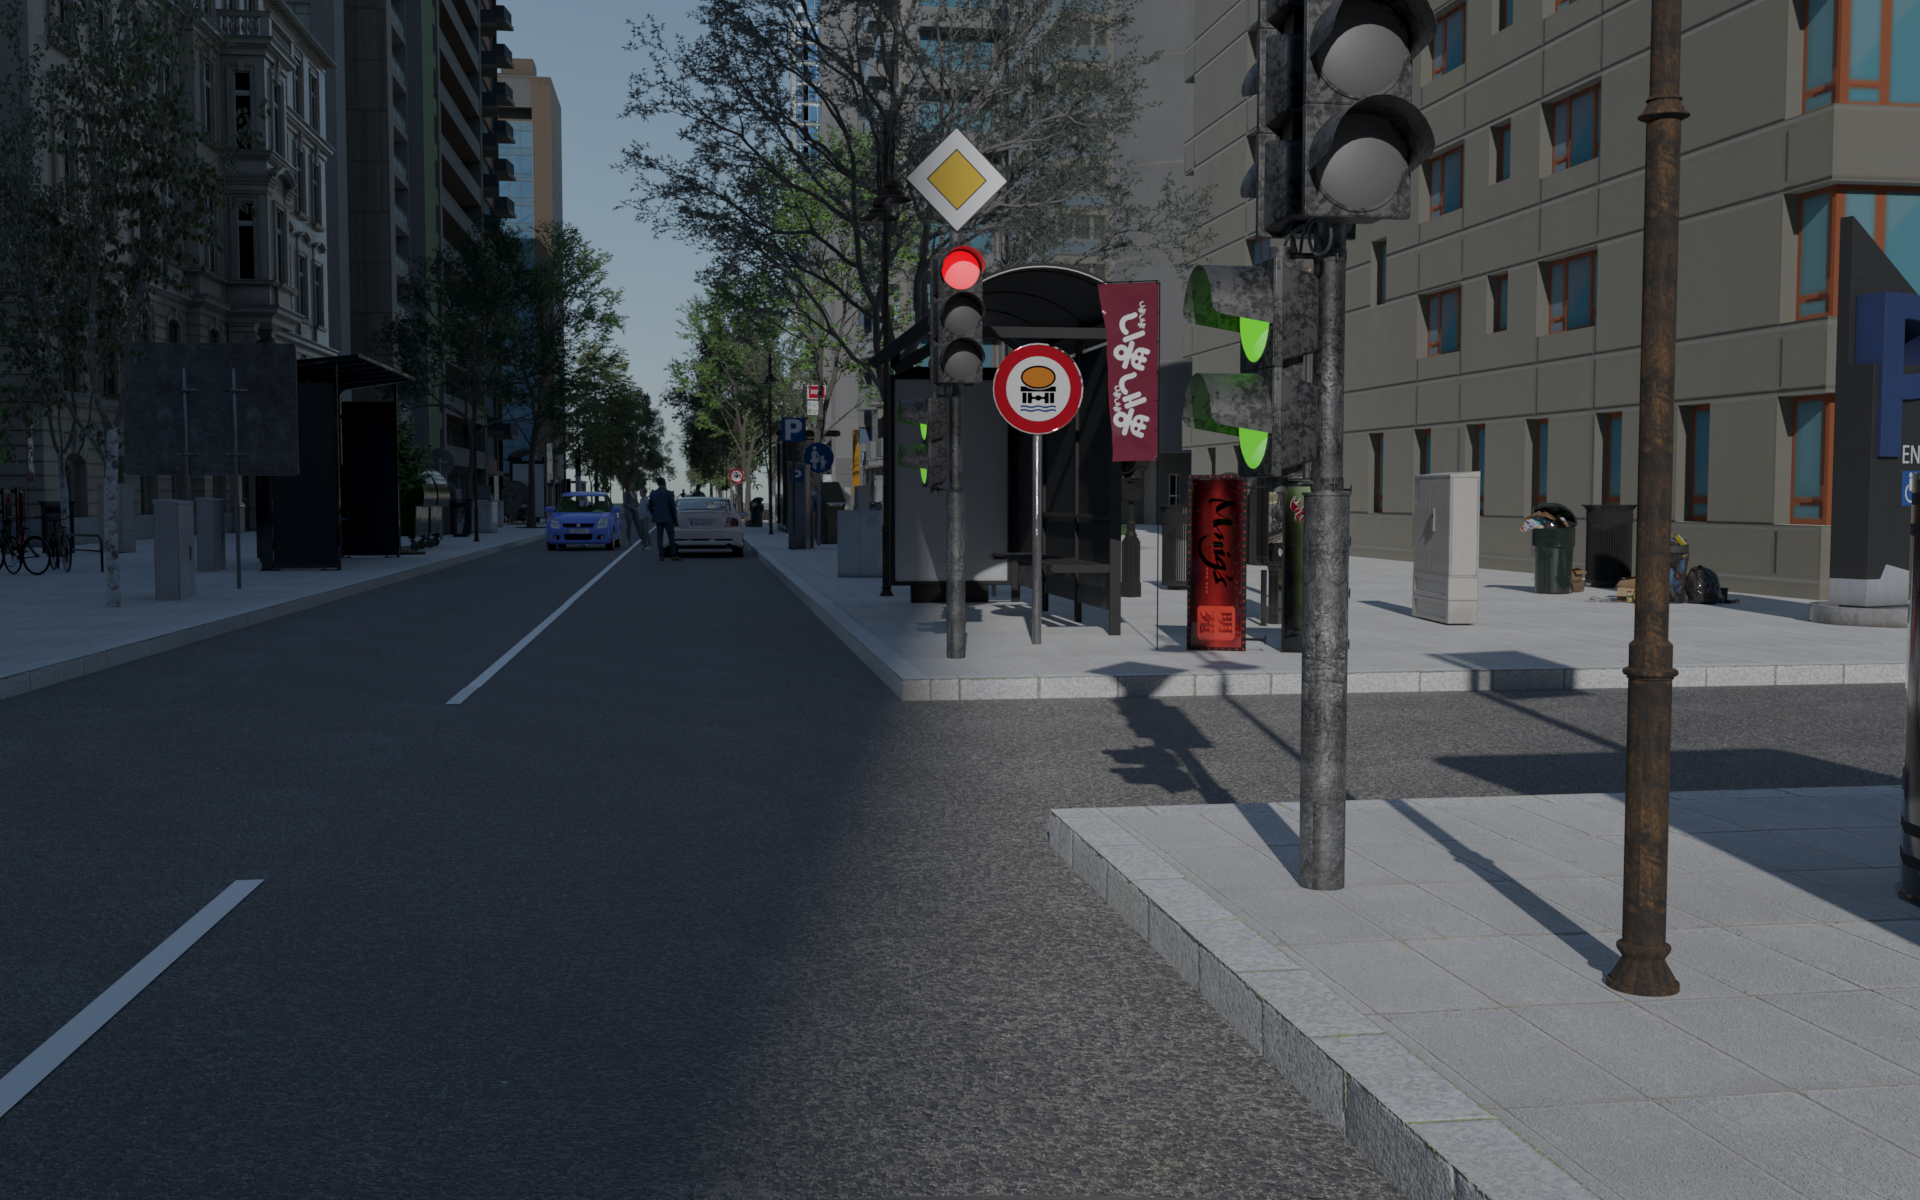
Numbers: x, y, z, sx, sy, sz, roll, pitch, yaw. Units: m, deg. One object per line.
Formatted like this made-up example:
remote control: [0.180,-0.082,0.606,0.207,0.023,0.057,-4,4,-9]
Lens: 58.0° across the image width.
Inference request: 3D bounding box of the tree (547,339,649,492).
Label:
tree: [-26.634,-12.767,126.866,7.486,12.596,7.792,0,3,0]

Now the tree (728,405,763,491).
tree: [-15.837,-10.679,124.962,4.737,8.622,4.395,0,3,0]

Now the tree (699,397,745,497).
tree: [-26.682,-16.830,193.304,7.486,12.596,7.792,0,3,0]

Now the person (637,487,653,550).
person: [-8.092,-2.085,44.393,0.330,1.601,0.589,-2,4,-32]

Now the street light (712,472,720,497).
street light: [-25.235,-12.633,179.337,0.468,5.910,1.993,-1,4,-9]

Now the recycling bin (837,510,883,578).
recycling bin: [-1.478,-0.877,26.899,0.722,1.027,0.722,1,4,10]

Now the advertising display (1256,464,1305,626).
advertising display: [3.179,-0.730,17.157,0.123,1.923,0.974,2,4,32]

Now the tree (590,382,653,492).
tree: [-33.599,-15.929,177.445,9.611,12.733,9.660,0,3,0]

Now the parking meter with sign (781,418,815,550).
parking meter with sign: [-3.726,-2.700,40.403,0.543,3.016,1.738,0,4,5]

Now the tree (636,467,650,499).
tree: [-40.531,-16.330,217.364,4.360,8.622,3.978,0,3,0]

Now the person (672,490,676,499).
person: [-31.510,-11.143,190.619,0.705,1.831,1.348,-2,4,-32]

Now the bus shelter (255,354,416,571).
bus shelter: [-11.379,-2.487,31.941,1.731,3.624,6.357,-1,4,-9]

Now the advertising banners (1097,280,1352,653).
advertising banners: [2.126,-1.095,14.084,2.074,3.025,0.090,1,4,17]

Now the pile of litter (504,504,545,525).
pile of litter: [-18.322,-3.584,72.570,1.719,0.858,1.176,1,4,10]

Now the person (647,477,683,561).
person: [-6.337,-1.742,37.159,0.721,1.800,0.419,0,4,1]

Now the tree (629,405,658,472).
tree: [-31.393,-13.803,160.087,7.601,10.594,8.767,0,4,-3]

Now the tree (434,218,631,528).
tree: [-15.980,-8.507,64.850,9.928,11.665,9.643,0,3,0]

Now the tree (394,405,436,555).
tree: [-12.023,-2.576,36.713,1.663,3.219,1.824,0,3,0]

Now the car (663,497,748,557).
car: [-6.031,-1.740,40.805,2.083,1.381,4.827,0,4,-7]

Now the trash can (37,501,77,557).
trash can: [-18.570,-1.468,35.654,0.748,1.137,0.748,0,3,0]

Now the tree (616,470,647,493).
tree: [-38.910,-13.719,208.025,4.285,4.588,4.351,0,3,0]

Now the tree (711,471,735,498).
tree: [-28.575,-13.738,208.336,4.285,4.588,4.351,0,3,0]

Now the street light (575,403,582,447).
street light: [-19.429,-7.056,88.159,0.468,5.910,1.993,-1,4,-9]

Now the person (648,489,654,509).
person: [-24.545,-7.933,138.210,1.348,1.823,0.705,-3,5,-44]

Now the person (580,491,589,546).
person: [-10.321,-2.233,47.610,0.503,1.515,0.523,1,4,21]

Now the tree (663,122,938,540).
tree: [-3.926,-7.520,48.712,9.928,11.665,9.643,0,3,0]

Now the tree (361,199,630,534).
tree: [-15.241,-7.339,54.399,7.601,10.594,8.767,0,4,1]

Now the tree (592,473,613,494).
tree: [-27.339,-8.504,133.643,1.663,3.219,1.824,0,3,0]

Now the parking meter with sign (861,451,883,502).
parking meter with sign: [-3.137,-4.580,71.150,1.738,3.016,0.543,-1,4,-15]

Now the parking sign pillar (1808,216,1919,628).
parking sign pillar: [9.241,-1.752,17.111,1.447,3.967,1.447,-2,4,-28]

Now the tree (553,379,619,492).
tree: [-23.387,-9.722,109.324,4.737,8.622,4.395,0,3,0]

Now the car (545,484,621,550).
car: [-9.798,-2.178,45.201,1.945,1.707,3.694,0,4,-7]

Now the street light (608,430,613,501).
street light: [-24.492,-9.085,121.322,0.468,5.910,1.993,-1,4,-9]

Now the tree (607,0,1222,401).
tree: [-1.080,-7.313,29.938,12.009,13.543,11.850,0,3,0]

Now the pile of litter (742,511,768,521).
pile of litter: [-9.916,-4.296,84.201,1.719,0.858,1.176,-1,4,-22]

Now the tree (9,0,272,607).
tree: [-9.758,-4.235,19.603,4.360,8.622,3.978,0,3,0]

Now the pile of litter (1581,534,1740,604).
pile of litter: [8.345,-0.406,20.608,1.719,0.858,1.176,2,4,26]

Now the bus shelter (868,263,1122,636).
bus shelter: [0.328,-1.468,17.926,2.014,3.302,5.546,-1,4,-9]

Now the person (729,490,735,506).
person: [-21.825,-9.655,166.363,1.348,1.823,0.705,3,5,43]

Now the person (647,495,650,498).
person: [-22.587,-7.118,124.755,0.599,1.838,0.709,-2,4,-29]

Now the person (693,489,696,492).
person: [-13.104,-4.658,85.667,0.512,1.701,0.522,3,5,39]

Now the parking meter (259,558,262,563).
parking meter: [-12.990,-1.477,32.564,0.372,1.533,0.369,0,3,0]

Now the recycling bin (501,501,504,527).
recycling bin: [-18.046,-3.332,67.035,0.722,1.027,0.722,-1,4,-14]

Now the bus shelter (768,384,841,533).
bus shelter: [-5.569,-5.089,60.838,2.179,5.291,8.768,-1,4,-9]

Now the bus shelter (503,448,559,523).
bus shelter: [-19.652,-5.240,79.603,2.014,3.302,5.546,-1,4,-9]

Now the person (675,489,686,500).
person: [-20.440,-7.305,127.956,1.348,1.822,0.705,-1,4,-21]

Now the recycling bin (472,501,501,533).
recycling bin: [-15.684,-2.723,57.082,0.722,1.027,0.722,0,4,0]

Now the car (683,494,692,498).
car: [-17.588,-6.280,114.483,2.131,1.459,4.920,0,4,-7]

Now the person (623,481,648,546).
person: [-8.956,-2.380,47.694,0.573,1.790,0.520,1,4,23]

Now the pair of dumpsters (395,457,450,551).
pair of dumpsters: [-13.039,-2.331,40.610,1.574,2.255,4.437,-1,4,-9]

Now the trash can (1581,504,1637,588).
trash can: [8.928,-0.744,23.825,0.748,1.137,0.748,0,3,0]

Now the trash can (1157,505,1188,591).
trash can: [3.008,-0.707,23.213,0.748,1.137,0.748,0,3,0]

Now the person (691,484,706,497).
person: [-10.302,-3.634,67.899,0.794,1.824,0.713,1,4,8]

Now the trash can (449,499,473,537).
trash can: [-14.932,-2.455,51.785,0.748,1.137,0.748,0,3,0]

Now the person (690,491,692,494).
person: [-22.644,-8.368,146.028,1.217,1.735,0.721,1,4,13]

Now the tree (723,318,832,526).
tree: [-7.398,-7.254,68.966,4.360,8.622,3.978,0,3,0]

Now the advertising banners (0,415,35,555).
advertising banners: [-20.345,-2.523,37.443,0.090,3.025,2.074,-1,4,-9]

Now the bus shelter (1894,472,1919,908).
bus shelter: [3.759,-1.448,1.302,2.179,5.291,8.768,-1,4,-9]

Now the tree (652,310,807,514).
tree: [-13.533,-11.521,105.374,9.611,12.733,9.660,0,3,0]
